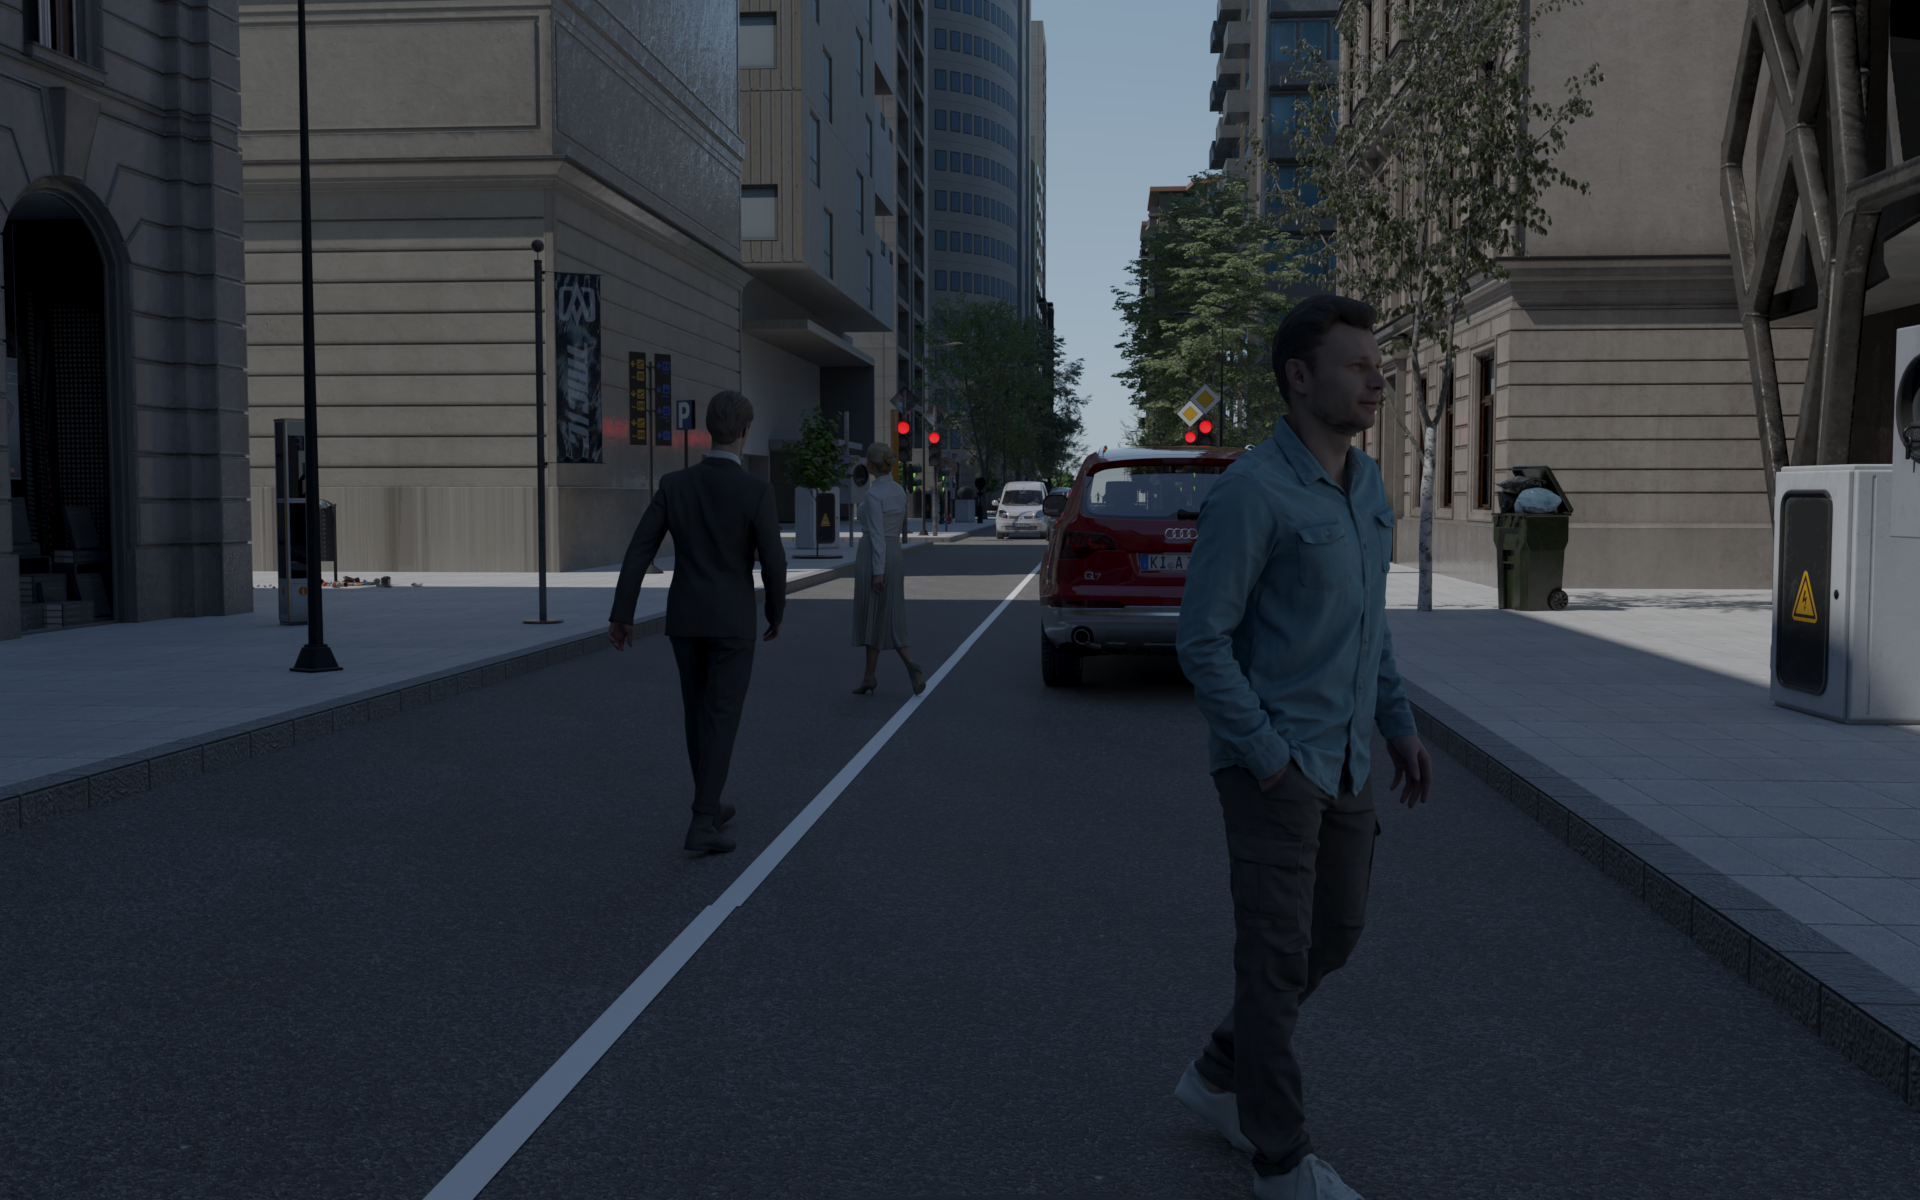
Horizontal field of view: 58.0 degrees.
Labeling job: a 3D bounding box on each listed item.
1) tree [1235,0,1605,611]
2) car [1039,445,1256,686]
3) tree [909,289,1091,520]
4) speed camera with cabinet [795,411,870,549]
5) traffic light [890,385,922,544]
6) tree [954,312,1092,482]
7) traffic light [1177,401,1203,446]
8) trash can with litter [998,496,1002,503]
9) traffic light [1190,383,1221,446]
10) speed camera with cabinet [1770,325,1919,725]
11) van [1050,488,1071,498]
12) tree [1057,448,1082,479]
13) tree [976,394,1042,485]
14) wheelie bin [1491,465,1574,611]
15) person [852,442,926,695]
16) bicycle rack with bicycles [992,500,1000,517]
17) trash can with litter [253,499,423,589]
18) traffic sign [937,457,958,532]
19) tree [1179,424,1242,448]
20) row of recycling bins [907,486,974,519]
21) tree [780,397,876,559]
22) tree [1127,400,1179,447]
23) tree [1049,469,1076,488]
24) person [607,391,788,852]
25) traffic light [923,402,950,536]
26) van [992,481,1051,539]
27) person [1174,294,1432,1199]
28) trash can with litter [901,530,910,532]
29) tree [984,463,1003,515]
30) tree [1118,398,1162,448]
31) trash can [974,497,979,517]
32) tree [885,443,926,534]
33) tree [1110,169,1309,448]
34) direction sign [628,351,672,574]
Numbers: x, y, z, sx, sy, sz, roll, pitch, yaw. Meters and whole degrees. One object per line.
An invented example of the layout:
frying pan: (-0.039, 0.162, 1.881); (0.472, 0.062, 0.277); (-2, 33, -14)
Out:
tree: (5.104, -4.197, 18.981); (4.360, 8.622, 3.978); (0, 3, 0)
car: (1.781, -0.348, 14.363); (2.281, 1.827, 5.304); (0, 4, 6)
tree: (1.214, -9.894, 87.518); (9.928, 11.665, 9.643); (0, 3, 0)
speed camera with cabinet: (-2.998, -2.849, 40.909); (0.660, 3.252, 2.038); (3, 4, 38)
traffic light: (-1.415, -3.418, 44.803); (0.839, 4.253, 0.868); (0, 4, 5)
tree: (4.087, -13.108, 120.978); (9.857, 13.997, 8.962); (0, 3, 0)
traffic light: (6.895, -3.866, 52.130); (0.839, 4.253, 0.868); (0, 4, 5)
trash can with litter: (3.380, -7.130, 127.955); (1.055, 1.170, 0.624); (-1, 4, -14)
traffic light: (6.220, -3.379, 44.174); (0.839, 4.253, 0.868); (0, 4, 5)
speed camera with cabinet: (5.173, -0.925, 9.453); (0.660, 3.252, 2.038); (0, 4, 2)
van: (6.397, -6.294, 109.918); (2.013, 2.044, 4.112); (0, 4, 5)
tree: (17.303, -21.539, 286.574); (8.767, 10.594, 7.601); (-1, 4, -19)
tree: (3.257, -9.934, 112.785); (4.737, 8.622, 4.395); (0, 3, 0)
wheelie bin: (6.316, -0.688, 19.152); (0.693, 1.594, 0.980); (-1, 4, -17)
person: (-0.506, -0.218, 12.291); (0.641, 1.798, 0.478); (3, 5, 43)
bicycle rack with bicycles: (1.502, -5.237, 99.002); (2.852, 0.926, 2.925); (1, 4, 15)
trash can with litter: (-8.612, -0.795, 24.048); (2.233, 1.210, 1.678); (1, 4, 12)
traffic sign: (-0.466, -3.614, 59.203); (0.768, 2.556, 0.104); (1, 4, 10)
tree: (10.085, -5.369, 71.492); (4.285, 4.588, 4.351); (0, 3, 0)
row of recycling bins: (-1.033, -5.152, 91.354); (3.534, 1.692, 1.069); (0, 4, -6)
tree: (-2.732, -2.447, 34.613); (1.663, 3.219, 1.824); (0, 3, 0)
tree: (13.726, -10.319, 119.070); (4.360, 8.622, 3.978); (0, 3, 0)
tree: (14.938, -15.861, 243.039); (4.285, 4.588, 4.351); (0, 3, 0)
person: (-0.995, 0.072, 7.093); (0.659, 1.850, 0.755); (1, 4, 15)
traffic light: (-0.740, -3.905, 52.760); (0.839, 4.253, 0.868); (0, 4, 5)
van: (2.085, -3.018, 56.348); (2.013, 2.044, 4.112); (0, 4, 5)
person: (0.664, 0.302, 3.581); (0.620, 1.820, 0.660); (3, 5, 39)
trash can with litter: (-2.519, -2.948, 59.258); (1.678, 1.210, 2.233); (1, 4, 21)
tree: (1.872, -6.930, 107.899); (1.663, 3.219, 1.824); (0, 3, 0)
tree: (14.189, -11.127, 132.290); (4.737, 8.622, 4.395); (0, 3, 0)
trash can: (0.728, -5.162, 96.046); (0.748, 1.137, 0.748); (0, 3, 0)
tree: (-2.167, -3.774, 56.303); (1.663, 3.219, 1.824); (0, 3, 0)
tree: (8.783, -8.764, 61.418); (7.486, 12.596, 7.792); (0, 3, 0)
direction sign: (-4.975, -2.193, 27.860); (0.379, 3.537, 0.876); (3, 4, 39)
